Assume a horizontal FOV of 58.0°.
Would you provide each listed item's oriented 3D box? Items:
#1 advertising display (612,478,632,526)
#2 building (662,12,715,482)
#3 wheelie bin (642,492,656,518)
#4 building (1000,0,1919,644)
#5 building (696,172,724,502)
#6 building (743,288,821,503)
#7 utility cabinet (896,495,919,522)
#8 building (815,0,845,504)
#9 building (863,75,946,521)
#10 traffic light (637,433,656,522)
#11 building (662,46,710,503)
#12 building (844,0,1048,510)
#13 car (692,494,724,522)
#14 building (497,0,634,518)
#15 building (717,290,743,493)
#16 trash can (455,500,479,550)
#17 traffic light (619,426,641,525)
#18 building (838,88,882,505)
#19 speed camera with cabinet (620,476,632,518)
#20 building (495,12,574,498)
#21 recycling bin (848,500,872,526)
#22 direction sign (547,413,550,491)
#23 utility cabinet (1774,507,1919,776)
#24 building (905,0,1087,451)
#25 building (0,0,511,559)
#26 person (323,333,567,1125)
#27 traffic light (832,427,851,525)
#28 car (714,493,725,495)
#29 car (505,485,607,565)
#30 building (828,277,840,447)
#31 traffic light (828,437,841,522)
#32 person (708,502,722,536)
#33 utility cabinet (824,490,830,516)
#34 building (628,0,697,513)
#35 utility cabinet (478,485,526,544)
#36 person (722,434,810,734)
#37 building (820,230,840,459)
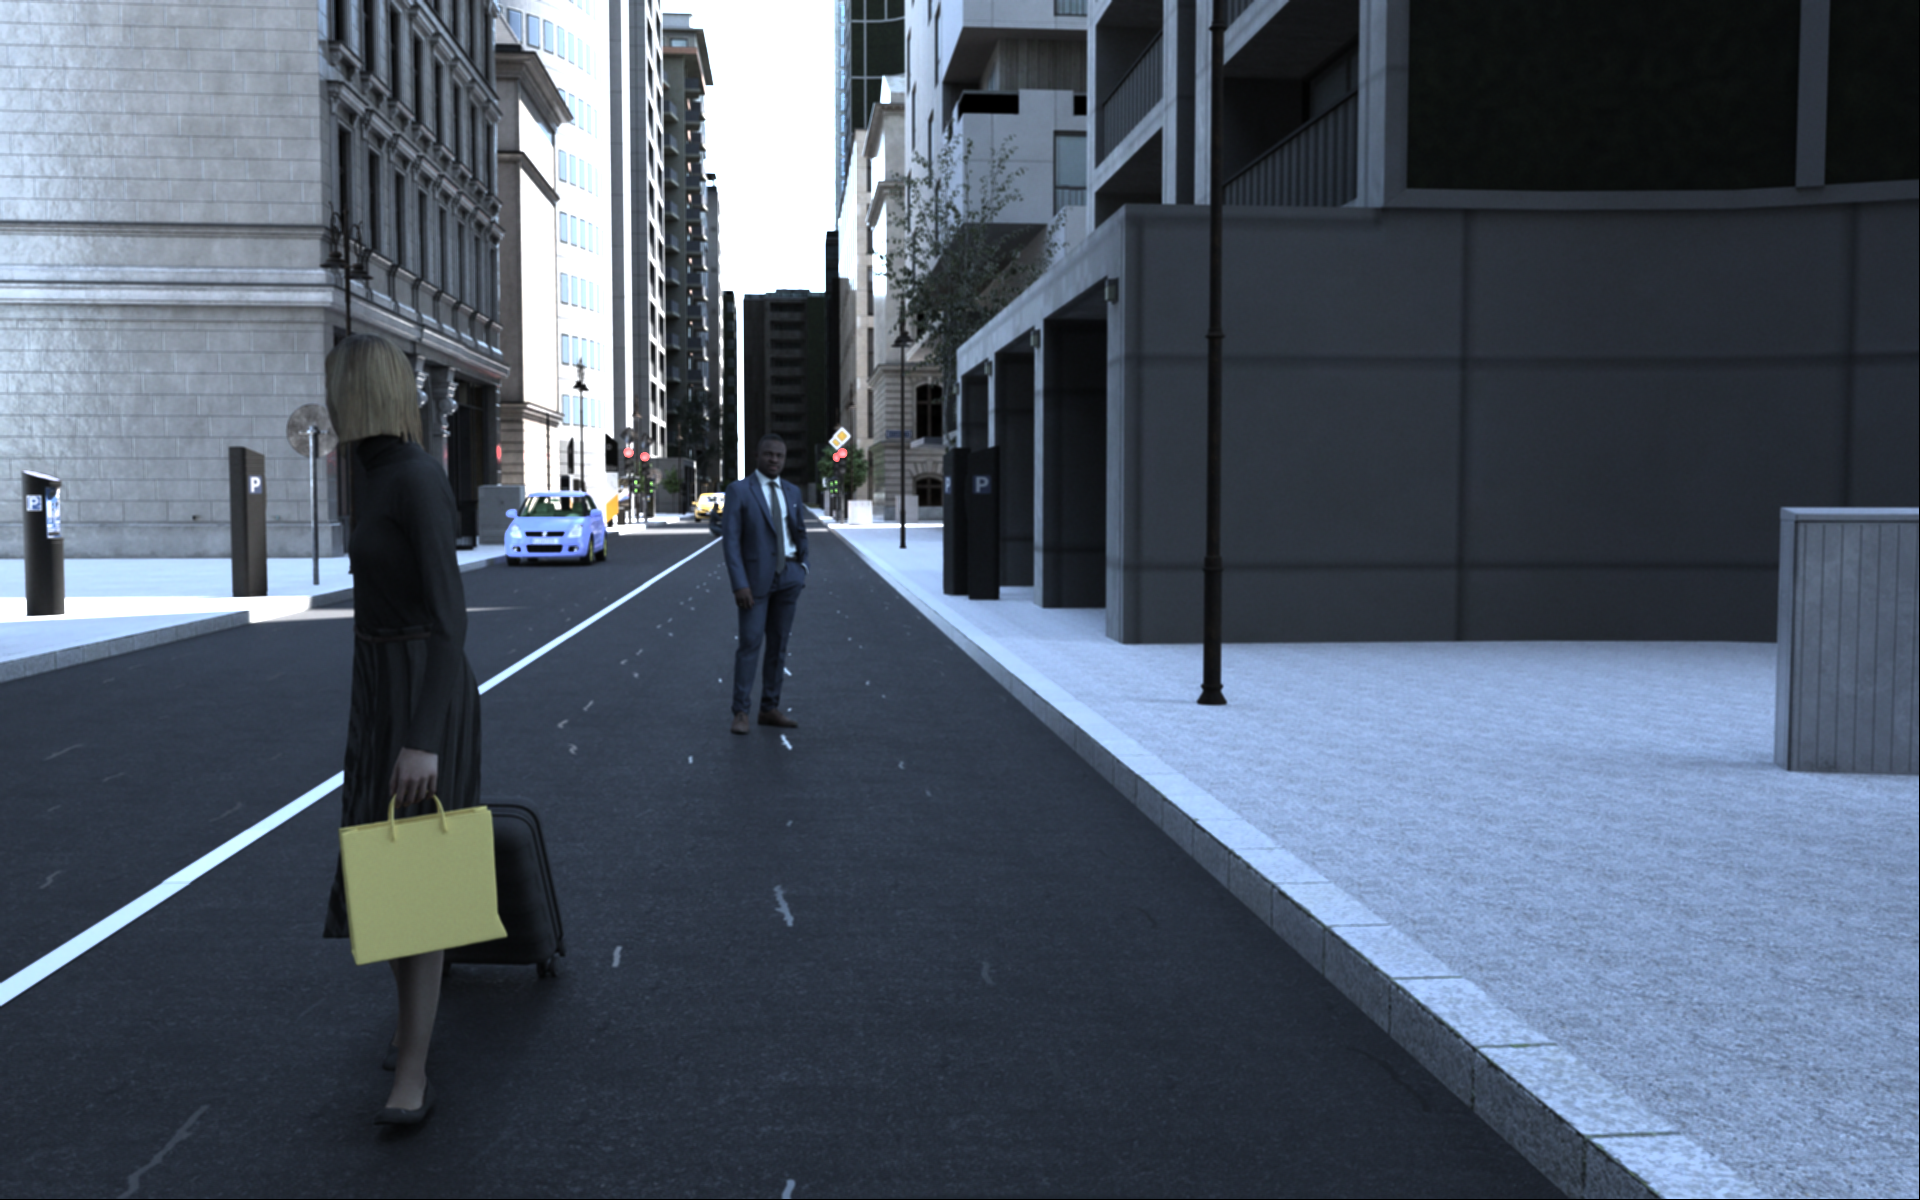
[{"bbox_3d":[-13.803,-3.994,70.523,0.974,1.923,0.123,2,4,26],"label":"advertising display"},{"bbox_3d":[-42.333,-37.017,194.474,28.713,52.752,27.495,0,4,-6],"label":"building"},{"bbox_3d":[-16.988,-5.307,94.683,0.693,1.594,0.980,-2,4,-24],"label":"wheelie bin"},{"bbox_3d":[11.100,-35.465,18.112,20.563,71.187,20.611,0,4,-6],"label":"building"},{"bbox_3d":[-37.309,-32.854,220.761,14.086,41.232,14.154,0,4,-6],"label":"building"},{"bbox_3d":[-23.845,-29.034,246.400,14.107,30.474,14.160,0,4,-6],"label":"building"},{"bbox_3d":[-2.440,-4.202,79.859,1.020,1.237,0.306,-1,4,-20],"label":"utility cabinet"},{"bbox_3d":[-6.593,-55.089,213.381,22.319,86.520,31.000,0,4,-6],"label":"building"},{"bbox_3d":[12.727,-16.481,88.553,34.723,24.649,14.460,0,4,-6],"label":"building"},{"bbox_3d":[-14.373,-5.527,79.282,0.839,4.253,0.868,0,4,-6],"label":"traffic light"},{"bbox_3d":[-35.744,-31.333,166.920,22.147,44.769,28.867,0,4,-6],"label":"building"},{"bbox_3d":[-3.202,-44.970,173.512,20.563,71.187,20.611,0,4,-6],"label":"building"},{"bbox_3d":[-12.820,-4.853,89.564,2.015,1.641,3.980,0,4,-7],"label":"car"},{"bbox_3d":[-29.371,-33.579,91.008,21.231,58.520,28.212,0,4,-6],"label":"building"},{"bbox_3d":[-38.370,-28.899,244.193,14.107,30.474,14.160,0,4,-6],"label":"building"},{"bbox_3d":[-11.428,-1.721,39.793,0.748,1.137,0.748,0,3,0],"label":"trash can"},{"bbox_3d":[-13.593,-5.041,71.335,0.839,4.253,0.868,0,4,-6],"label":"traffic light"},{"bbox_3d":[1.599,-19.454,122.591,19.350,26.468,34.151,0,4,-6],"label":"building"},{"bbox_3d":[-17.601,-5.900,90.798,0.660,3.252,2.038,-1,4,-18],"label":"speed camera with cabinet"},{"bbox_3d":[-24.501,-12.160,63.442,19.286,19.102,10.561,0,4,-6],"label":"building"},{"bbox_3d":[-4.039,-3.504,69.848,0.722,1.027,0.722,-3,5,-43],"label":"recycling bin"},{"bbox_3d":[-11.555,-3.465,48.645,0.379,3.537,0.876,-1,4,-12],"label":"direction sign"},{"bbox_3d":[4.354,0.194,7.994,1.020,1.237,0.306,1,4,12],"label":"utility cabinet"},{"bbox_3d":[12.363,-28.664,57.901,28.713,52.752,27.495,0,4,-6],"label":"building"},{"bbox_3d":[-17.097,-11.255,34.933,10.553,20.767,40.483,0,4,-6],"label":"building"},{"bbox_3d":[-1.306,0.261,4.451,0.699,1.804,1.509,0,4,5],"label":"person"},{"bbox_3d":[-4.925,-5.093,72.198,0.839,4.253,0.868,0,4,-6],"label":"traffic light"},{"bbox_3d":[-14.457,-5.852,105.264,1.945,1.707,3.694,0,4,-6],"label":"car"},{"bbox_3d":[-8.351,-1.611,35.938,1.945,1.707,3.694,0,4,-5],"label":"car"},{"bbox_3d":[-4.870,-19.415,147.118,12.332,23.373,15.834,0,4,-6],"label":"building"},{"bbox_3d":[-5.705,-5.579,80.145,0.839,4.253,0.868,0,4,-6],"label":"traffic light"},{"bbox_3d":[-8.166,-2.734,58.706,0.738,1.151,1.012,0,4,-7],"label":"person"},{"bbox_3d":[-7.346,-5.476,98.203,0.318,1.500,1.173,-2,4,-25],"label":"utility cabinet"},{"bbox_3d":[-29.659,-41.902,123.349,20.563,71.187,20.611,0,4,-6],"label":"building"},{"bbox_3d":[-11.535,-2.136,43.608,1.173,1.500,0.318,1,4,15],"label":"utility cabinet"},{"bbox_3d":[-1.209,-0.120,10.650,0.419,1.800,0.721,3,5,44],"label":"person"},{"bbox_3d":[-7.943,-25.688,191.701,14.160,30.474,14.107,0,4,-6],"label":"building"}]
